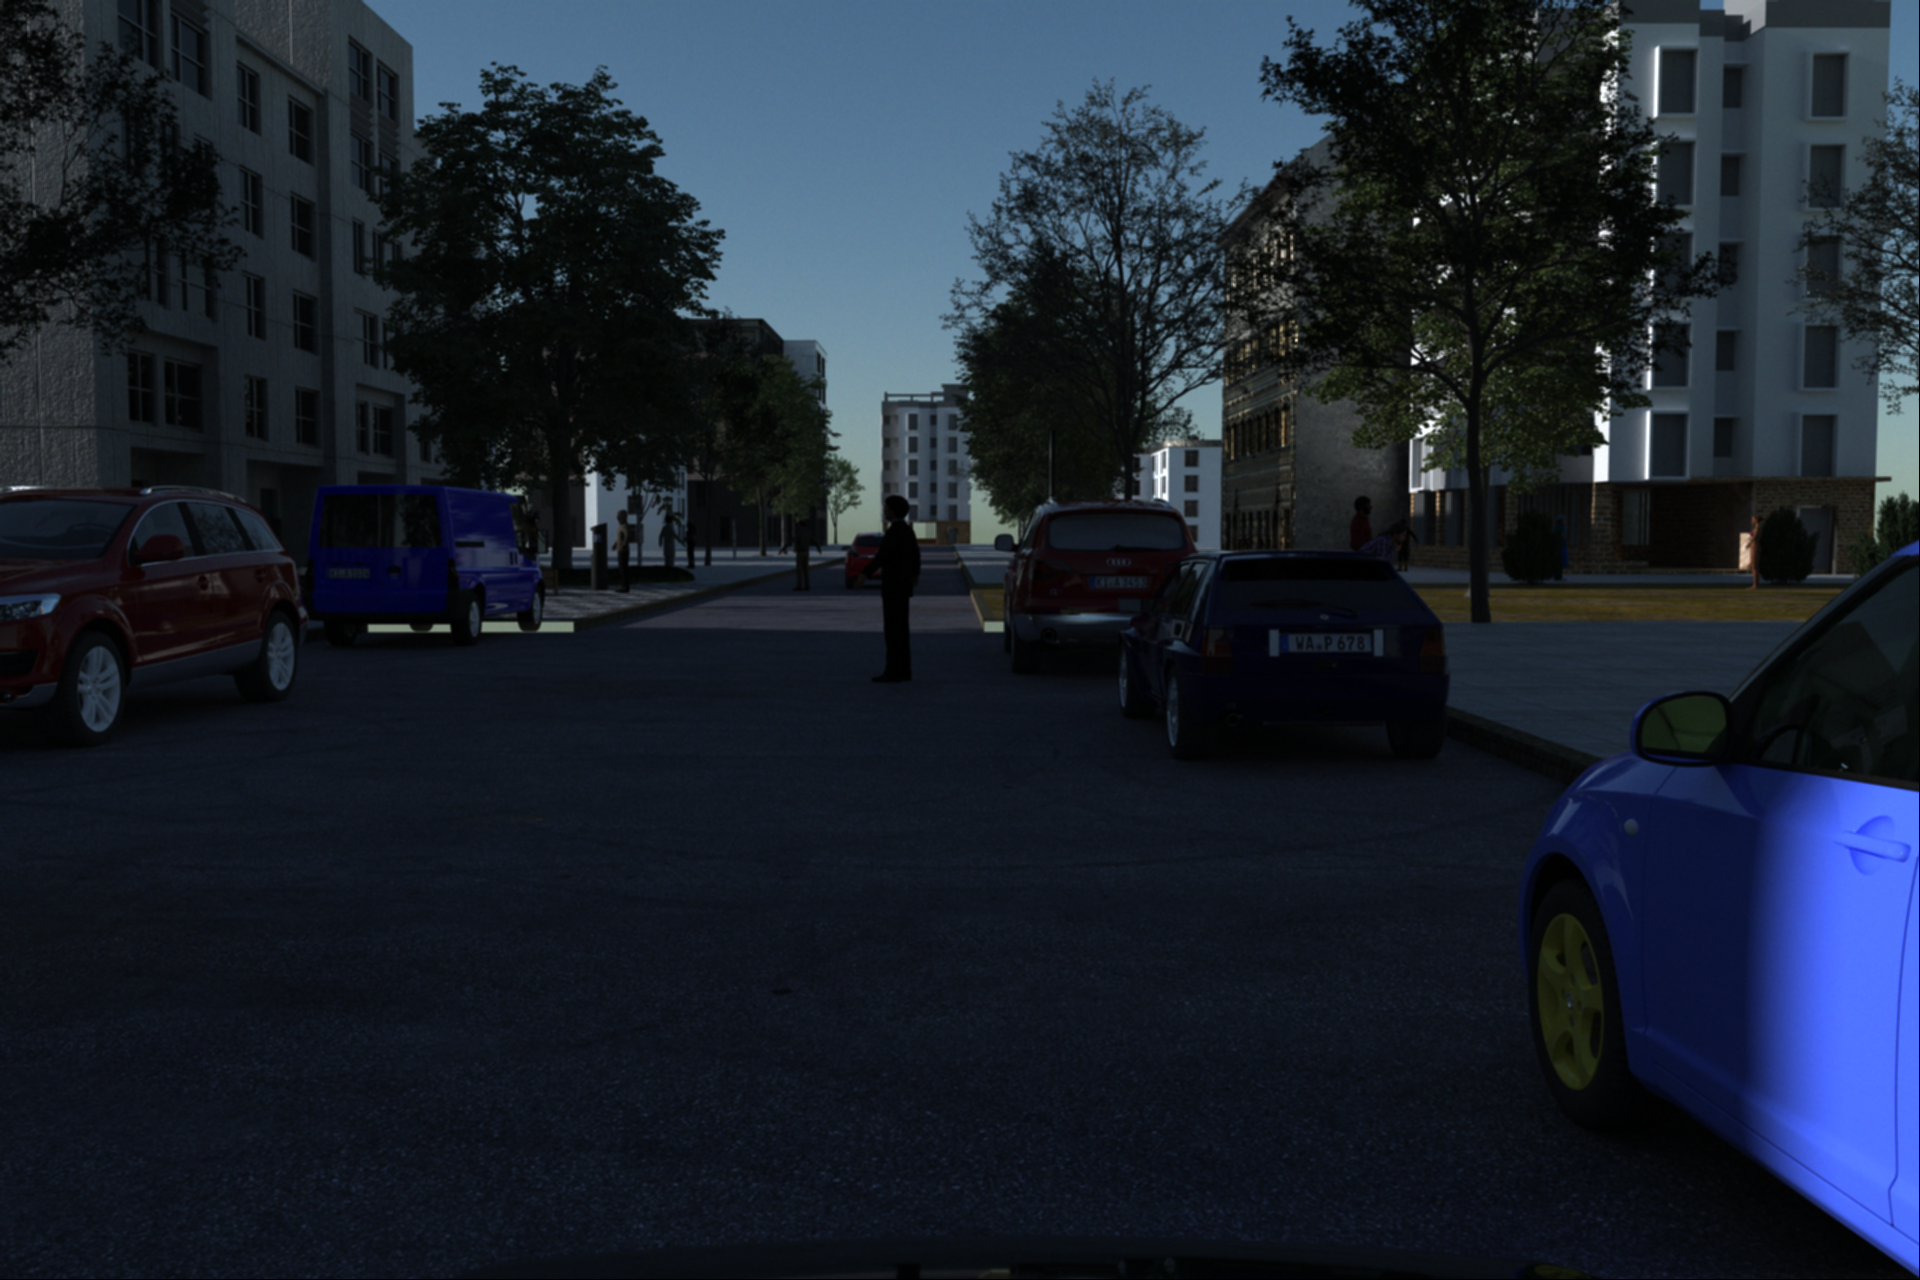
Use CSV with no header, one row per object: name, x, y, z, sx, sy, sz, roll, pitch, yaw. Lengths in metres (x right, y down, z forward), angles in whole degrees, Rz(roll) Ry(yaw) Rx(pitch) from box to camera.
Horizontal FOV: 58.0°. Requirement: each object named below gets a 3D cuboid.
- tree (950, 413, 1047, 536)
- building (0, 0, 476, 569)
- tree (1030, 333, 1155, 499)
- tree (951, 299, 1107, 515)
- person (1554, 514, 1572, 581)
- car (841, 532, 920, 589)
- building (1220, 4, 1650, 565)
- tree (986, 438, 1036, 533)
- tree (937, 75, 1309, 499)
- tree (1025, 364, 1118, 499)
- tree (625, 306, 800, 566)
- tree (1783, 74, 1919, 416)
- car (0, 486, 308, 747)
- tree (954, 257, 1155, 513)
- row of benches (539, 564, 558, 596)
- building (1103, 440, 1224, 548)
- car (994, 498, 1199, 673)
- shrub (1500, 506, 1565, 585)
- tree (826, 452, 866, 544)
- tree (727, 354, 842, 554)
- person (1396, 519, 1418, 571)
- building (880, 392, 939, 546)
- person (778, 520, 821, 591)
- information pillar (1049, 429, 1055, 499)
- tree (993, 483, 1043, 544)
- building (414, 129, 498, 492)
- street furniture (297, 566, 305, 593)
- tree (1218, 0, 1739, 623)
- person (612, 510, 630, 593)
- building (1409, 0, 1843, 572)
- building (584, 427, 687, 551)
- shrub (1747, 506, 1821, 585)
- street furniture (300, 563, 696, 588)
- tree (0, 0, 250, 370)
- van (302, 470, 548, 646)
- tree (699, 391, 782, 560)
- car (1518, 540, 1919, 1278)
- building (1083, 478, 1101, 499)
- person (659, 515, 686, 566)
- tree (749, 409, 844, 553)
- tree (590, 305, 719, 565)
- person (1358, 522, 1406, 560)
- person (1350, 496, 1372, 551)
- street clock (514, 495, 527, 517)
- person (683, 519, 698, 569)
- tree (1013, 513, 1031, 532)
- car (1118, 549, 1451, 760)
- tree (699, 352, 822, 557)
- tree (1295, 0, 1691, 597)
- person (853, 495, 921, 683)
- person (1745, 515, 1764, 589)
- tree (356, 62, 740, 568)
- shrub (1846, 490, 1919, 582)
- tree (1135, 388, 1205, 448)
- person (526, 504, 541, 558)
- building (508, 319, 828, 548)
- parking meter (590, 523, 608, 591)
tree,4.807,-13.410,129.630,12.009,13.543,11.850,0,3,0
building,-28.140,-11.519,54.787,16.747,18.905,31.486,0,4,0
tree,4.515,-6.813,61.757,4.737,8.622,4.395,0,3,0
tree,4.281,-11.361,92.401,9.857,13.997,8.962,0,3,0
person,16.410,-2.517,47.283,0.704,1.817,1.347,0,4,4
car,-2.149,-2.310,46.802,2.155,1.783,4.494,0,4,-1
building,22.966,-15.265,80.511,19.493,23.208,18.063,0,4,-1
tree,4.185,-9.627,107.771,4.360,8.622,3.978,0,3,0
tree,4.494,-8.322,46.440,12.009,13.543,11.850,0,3,0
tree,5.367,-7.343,70.421,4.360,8.622,3.978,0,3,0
tree,-9.934,-8.301,70.138,7.601,10.594,8.767,-2,4,-30
tree,22.599,-7.691,36.112,12.009,13.543,11.850,0,3,0
car,-6.811,-0.285,13.328,2.281,1.827,5.304,0,3,0
tree,4.505,-10.533,78.865,9.857,13.997,8.962,0,3,0
row of benches,-9.998,-1.326,37.144,4.104,0.672,1.422,3,5,42
building,19.201,-13.825,168.180,9.099,9.664,28.070,0,3,0
car,1.538,-0.652,19.339,2.281,1.827,5.304,0,3,0
shrub,14.552,-2.424,44.052,1.690,2.028,1.600,0,3,0
tree,-16.066,-18.072,221.229,9.928,11.665,9.643,0,3,0
tree,-11.288,-11.710,109.591,7.486,12.596,7.792,0,3,0
person,15.269,-3.279,59.756,1.346,1.812,0.704,-1,4,-18
building,-9.874,-22.283,223.203,11.380,20.090,16.016,1,4,8
person,-4.015,-2.156,43.986,1.348,1.796,0.705,-3,5,-43
information pillar,2.066,-2.903,38.823,0.183,3.616,0.504,0,4,-2
tree,7.858,-18.209,215.837,7.486,12.596,7.792,0,3,0
building,-30.377,-13.818,82.349,16.016,20.090,11.380,0,4,0
street furniture,-17.251,-1.225,35.658,10.072,0.657,5.734,-1,4,-9
tree,7.229,-5.535,24.907,7.601,10.594,8.767,1,4,10
person,-7.395,-1.943,37.900,0.705,1.813,1.348,-1,4,-21
building,23.069,-12.908,67.474,16.016,20.090,11.380,0,4,-1
building,-27.897,-12.658,149.104,9.099,9.664,28.070,0,4,-1
shrub,20.881,-2.416,43.917,1.690,2.028,1.600,0,3,0
street furniture,-11.626,-1.704,43.485,10.072,0.657,5.734,-1,4,-13
tree,-13.537,-5.386,22.470,8.767,10.594,7.601,-1,4,-12
van,-7.162,-1.191,23.863,2.240,2.365,5.245,0,4,0
tree,-11.381,-8.300,86.060,4.360,8.622,3.978,0,3,0
car,2.333,0.396,3.123,1.945,1.707,3.694,0,4,-2
building,17.639,-15.678,198.478,9.099,9.664,28.070,0,4,-1
person,-8.168,-2.610,48.853,0.705,1.806,1.347,-3,5,-41
tree,-11.750,-11.348,119.947,8.767,10.594,7.601,3,4,39
tree,-10.238,-6.466,56.076,4.737,8.622,4.395,0,3,0
person,5.197,-0.753,21.584,0.697,1.427,0.421,1,4,17
person,5.698,-1.121,24.435,0.704,1.816,1.345,1,4,15
street clock,-8.194,-1.688,32.165,0.358,2.002,0.471,0,4,1
person,-10.006,-3.572,64.185,0.705,1.856,1.354,-2,4,-25
tree,7.976,-16.653,222.630,4.737,8.622,4.395,0,3,0
car,2.157,0.013,12.368,1.945,1.354,3.894,0,4,-2
tree,-11.462,-10.605,99.150,9.928,11.665,9.643,0,3,0
tree,10.701,-7.176,35.462,7.486,12.596,7.792,0,3,0
person,-0.645,-0.501,16.842,0.705,1.806,1.347,1,4,22
person,18.382,-2.043,40.204,0.721,1.733,1.217,2,4,32
tree,-10.786,-8.531,46.137,9.857,13.997,8.962,0,3,0
shrub,15.955,-1.527,29.382,1.690,2.028,1.600,0,3,0
tree,25.056,-22.275,220.083,12.611,20.169,13.585,0,3,0
person,-8.314,-1.709,33.714,0.705,1.858,1.354,0,4,-1
building,-29.112,-20.599,180.770,27.936,21.610,32.646,0,4,0
parking meter,-8.210,-1.895,39.401,0.372,1.533,0.369,0,3,0
